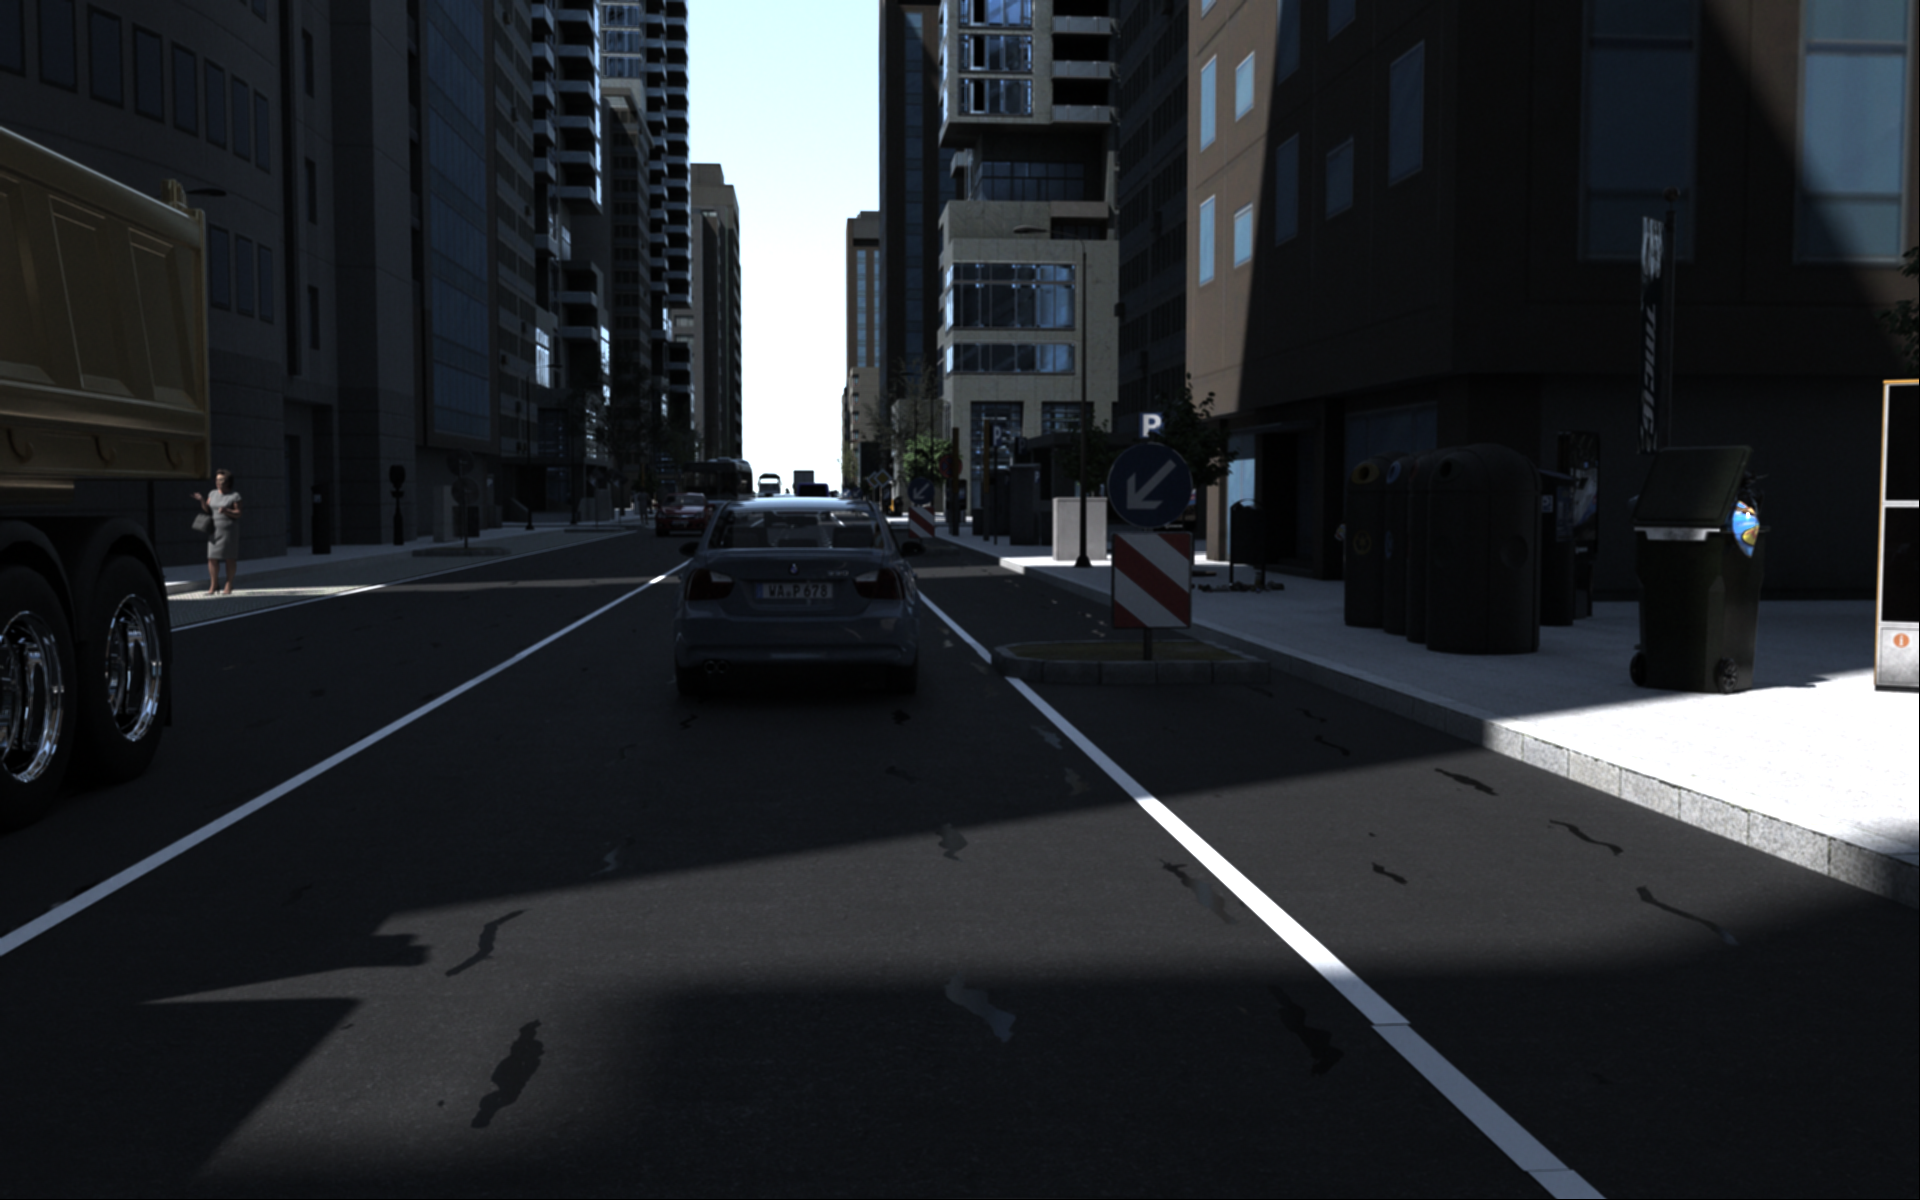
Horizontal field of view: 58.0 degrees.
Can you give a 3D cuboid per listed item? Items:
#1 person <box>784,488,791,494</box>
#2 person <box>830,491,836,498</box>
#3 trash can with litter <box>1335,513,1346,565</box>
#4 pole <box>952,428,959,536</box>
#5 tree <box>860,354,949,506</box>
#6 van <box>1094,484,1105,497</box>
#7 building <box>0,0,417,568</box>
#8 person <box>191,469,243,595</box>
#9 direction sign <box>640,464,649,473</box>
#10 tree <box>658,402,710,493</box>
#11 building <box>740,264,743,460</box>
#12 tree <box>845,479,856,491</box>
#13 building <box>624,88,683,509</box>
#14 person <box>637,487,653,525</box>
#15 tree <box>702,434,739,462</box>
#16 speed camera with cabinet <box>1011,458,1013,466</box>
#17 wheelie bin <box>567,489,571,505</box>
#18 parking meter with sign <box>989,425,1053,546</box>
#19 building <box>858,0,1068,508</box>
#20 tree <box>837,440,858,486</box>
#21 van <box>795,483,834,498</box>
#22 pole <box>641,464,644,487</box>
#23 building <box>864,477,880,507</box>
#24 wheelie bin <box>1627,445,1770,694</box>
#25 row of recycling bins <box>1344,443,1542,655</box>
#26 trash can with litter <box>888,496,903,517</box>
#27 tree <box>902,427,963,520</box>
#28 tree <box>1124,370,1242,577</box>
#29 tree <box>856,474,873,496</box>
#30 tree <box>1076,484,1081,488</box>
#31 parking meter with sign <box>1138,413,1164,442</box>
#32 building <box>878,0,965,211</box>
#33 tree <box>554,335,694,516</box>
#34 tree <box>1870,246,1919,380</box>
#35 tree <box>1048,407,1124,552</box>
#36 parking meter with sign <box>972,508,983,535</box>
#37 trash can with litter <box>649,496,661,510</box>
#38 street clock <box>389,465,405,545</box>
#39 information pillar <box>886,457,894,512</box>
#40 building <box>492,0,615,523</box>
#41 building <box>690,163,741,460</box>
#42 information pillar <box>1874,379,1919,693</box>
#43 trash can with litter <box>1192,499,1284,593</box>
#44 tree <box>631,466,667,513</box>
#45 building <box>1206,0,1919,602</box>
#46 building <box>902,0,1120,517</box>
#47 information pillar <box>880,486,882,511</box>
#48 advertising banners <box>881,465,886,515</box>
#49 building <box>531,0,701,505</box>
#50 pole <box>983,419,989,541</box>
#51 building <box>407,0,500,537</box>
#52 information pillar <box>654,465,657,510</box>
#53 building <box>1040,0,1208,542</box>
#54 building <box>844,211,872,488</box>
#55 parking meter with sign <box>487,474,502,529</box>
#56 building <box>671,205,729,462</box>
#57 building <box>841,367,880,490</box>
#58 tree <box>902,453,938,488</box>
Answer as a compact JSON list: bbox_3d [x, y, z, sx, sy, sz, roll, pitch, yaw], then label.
[{"bbox_3d":[-10.239,-5.774,103.089,0.511,1.800,0.466,0,4,-1],"label":"person"},{"bbox_3d":[-11.029,-8.739,152.326,0.756,1.711,0.436,3,5,40],"label":"person"},{"bbox_3d":[4.402,-0.465,18.993,0.624,1.170,1.055,1,4,9],"label":"trash can with litter"},{"bbox_3d":[-0.138,-3.627,53.143,0.158,3.312,0.155,0,3,0],"label":"pole"},{"bbox_3d":[-2.667,-8.566,90.416,4.360,8.622,3.978,0,3,0],"label":"tree"},{"bbox_3d":[7.593,-3.976,72.011,4.112,2.044,2.013,0,4,-5],"label":"van"},{"bbox_3d":[-24.264,-29.927,31.310,21.231,58.520,28.212,0,4,-5],"label":"building"},{"bbox_3d":[-10.493,-0.949,24.376,0.716,1.782,0.532,0,4,8],"label":"person"},{"bbox_3d":[-23.510,-8.389,129.161,0.876,3.537,0.379,2,4,32],"label":"direction sign"},{"bbox_3d":[-22.064,-11.362,136.137,4.737,8.622,4.395,0,3,0],"label":"tree"},{"bbox_3d":[-44.813,-37.590,298.197,14.154,41.232,14.086,0,4,-5],"label":"building"},{"bbox_3d":[-12.348,-12.545,199.719,1.663,3.219,1.824,0,3,0],"label":"tree"},{"bbox_3d":[-41.198,-28.506,157.947,32.217,40.220,23.993,0,4,-5],"label":"building"},{"bbox_3d":[-14.586,-4.370,80.303,0.716,1.782,0.532,0,4,-1],"label":"person"},{"bbox_3d":[-28.554,-15.761,208.057,4.360,8.622,3.978,0,3,0],"label":"tree"},{"bbox_3d":[2.166,-6.137,94.671,2.038,3.252,0.660,3,5,40],"label":"speed camera with cabinet"},{"bbox_3d":[-22.601,-5.731,101.613,0.980,1.594,0.693,-2,4,-27],"label":"wheelie bin"},{"bbox_3d":[1.632,-2.882,43.377,1.738,3.016,0.543,2,4,28],"label":"parking meter with sign"},{"bbox_3d":[-0.748,-54.743,207.713,22.319,86.520,31.000,0,4,-5],"label":"building"},{"bbox_3d":[-14.622,-17.233,232.129,4.737,8.622,4.395,0,3,0],"label":"tree"},{"bbox_3d":[-8.216,-5.681,97.275,2.240,2.365,5.245,0,4,-4],"label":"van"},{"bbox_3d":[-21.612,-7.599,118.090,0.158,3.312,0.155,0,3,0],"label":"pole"},{"bbox_3d":[6.103,-29.987,182.172,32.217,40.220,23.993,0,4,-5],"label":"building"},{"bbox_3d":[4.859,-0.215,11.430,0.693,1.594,0.980,-3,4,-38],"label":"wheelie bin"},{"bbox_3d":[4.278,-0.513,15.495,1.069,1.692,3.534,0,4,-1],"label":"row of recycling bins"},{"bbox_3d":[-3.671,-5.282,97.749,0.624,1.170,1.055,-3,5,-42],"label":"trash can with litter"},{"bbox_3d":[-1.371,-6.203,85.130,4.285,4.588,4.351,0,3,0],"label":"tree"},{"bbox_3d":[3.544,-1.990,27.138,1.663,3.219,1.824,0,3,0],"label":"tree"},{"bbox_3d":[-8.585,-10.325,163.415,1.663,3.219,1.824,0,3,0],"label":"tree"},{"bbox_3d":[7.420,-6.720,93.589,4.285,4.588,4.351,0,3,0],"label":"tree"},{"bbox_3d":[4.156,-2.451,36.328,0.543,3.016,1.738,0,4,-4],"label":"parking meter with sign"},{"bbox_3d":[0.532,-30.102,142.277,14.600,45.320,14.200,0,4,-5],"label":"building"},{"bbox_3d":[-19.682,-10.199,101.174,8.767,10.594,7.601,0,4,-2],"label":"tree"},{"bbox_3d":[10.802,-2.041,17.084,4.285,4.588,4.351,0,3,0],"label":"tree"},{"bbox_3d":[3.012,-2.683,38.467,1.663,3.219,1.824,0,3,0],"label":"tree"},{"bbox_3d":[1.174,-3.494,53.387,1.738,3.016,0.543,2,4,34],"label":"parking meter with sign"},{"bbox_3d":[-24.843,-8.009,142.005,2.233,1.210,1.678,1,4,22],"label":"trash can with litter"},{"bbox_3d":[-14.085,-2.375,43.396,0.358,2.002,0.471,-3,5,-40],"label":"street clock"},{"bbox_3d":[-4.417,-7.231,109.576,0.504,3.616,0.183,1,4,14],"label":"information pillar"},{"bbox_3d":[-33.904,-23.930,83.137,32.217,40.220,23.993,0,4,-5],"label":"building"},{"bbox_3d":[-43.531,-38.654,255.694,21.300,48.544,21.600,0,4,-5],"label":"building"},{"bbox_3d":[6.156,-0.415,11.270,0.304,2.012,0.304,2,4,31],"label":"information pillar"},{"bbox_3d":[3.450,-0.738,23.123,2.233,1.210,1.678,-1,4,-23],"label":"trash can with litter"},{"bbox_3d":[-20.826,-7.473,116.785,1.663,3.219,1.824,0,3,0],"label":"tree"},{"bbox_3d":[11.917,-23.012,26.350,14.600,45.320,14.200,0,4,-5],"label":"building"},{"bbox_3d":[7.391,-48.825,110.956,22.319,86.520,31.000,0,4,-5],"label":"building"},{"bbox_3d":[-5.365,-7.117,120.858,0.304,2.012,0.304,1,4,15],"label":"information pillar"},{"bbox_3d":[-4.636,-6.665,105.167,0.090,3.025,2.074,0,4,4],"label":"advertising banners"},{"bbox_3d":[-38.871,-53.324,184.523,22.319,86.520,31.000,0,4,-5],"label":"building"},{"bbox_3d":[0.718,-3.274,47.368,0.158,3.312,0.155,0,3,0],"label":"pole"},{"bbox_3d":[-23.199,-24.717,54.239,14.200,45.320,14.600,0,4,-5],"label":"building"},{"bbox_3d":[-24.685,-9.103,140.193,0.183,3.616,0.504,-1,4,-15],"label":"information pillar"},{"bbox_3d":[18.194,-22.160,54.198,32.217,40.220,23.993,0,4,-5],"label":"building"},{"bbox_3d":[-10.936,-38.075,272.632,14.600,45.320,14.200,0,4,-5],"label":"building"},{"bbox_3d":[-17.847,-4.198,64.891,1.738,3.016,0.543,3,4,36],"label":"parking meter with sign"},{"bbox_3d":[-39.176,-33.908,237.989,14.154,41.232,14.086,0,4,-5],"label":"building"},{"bbox_3d":[-6.171,-27.543,295.362,27.650,21.520,28.899,0,4,-5],"label":"building"},{"bbox_3d":[-1.789,-5.294,81.150,1.663,3.219,1.824,0,3,0],"label":"tree"}]
